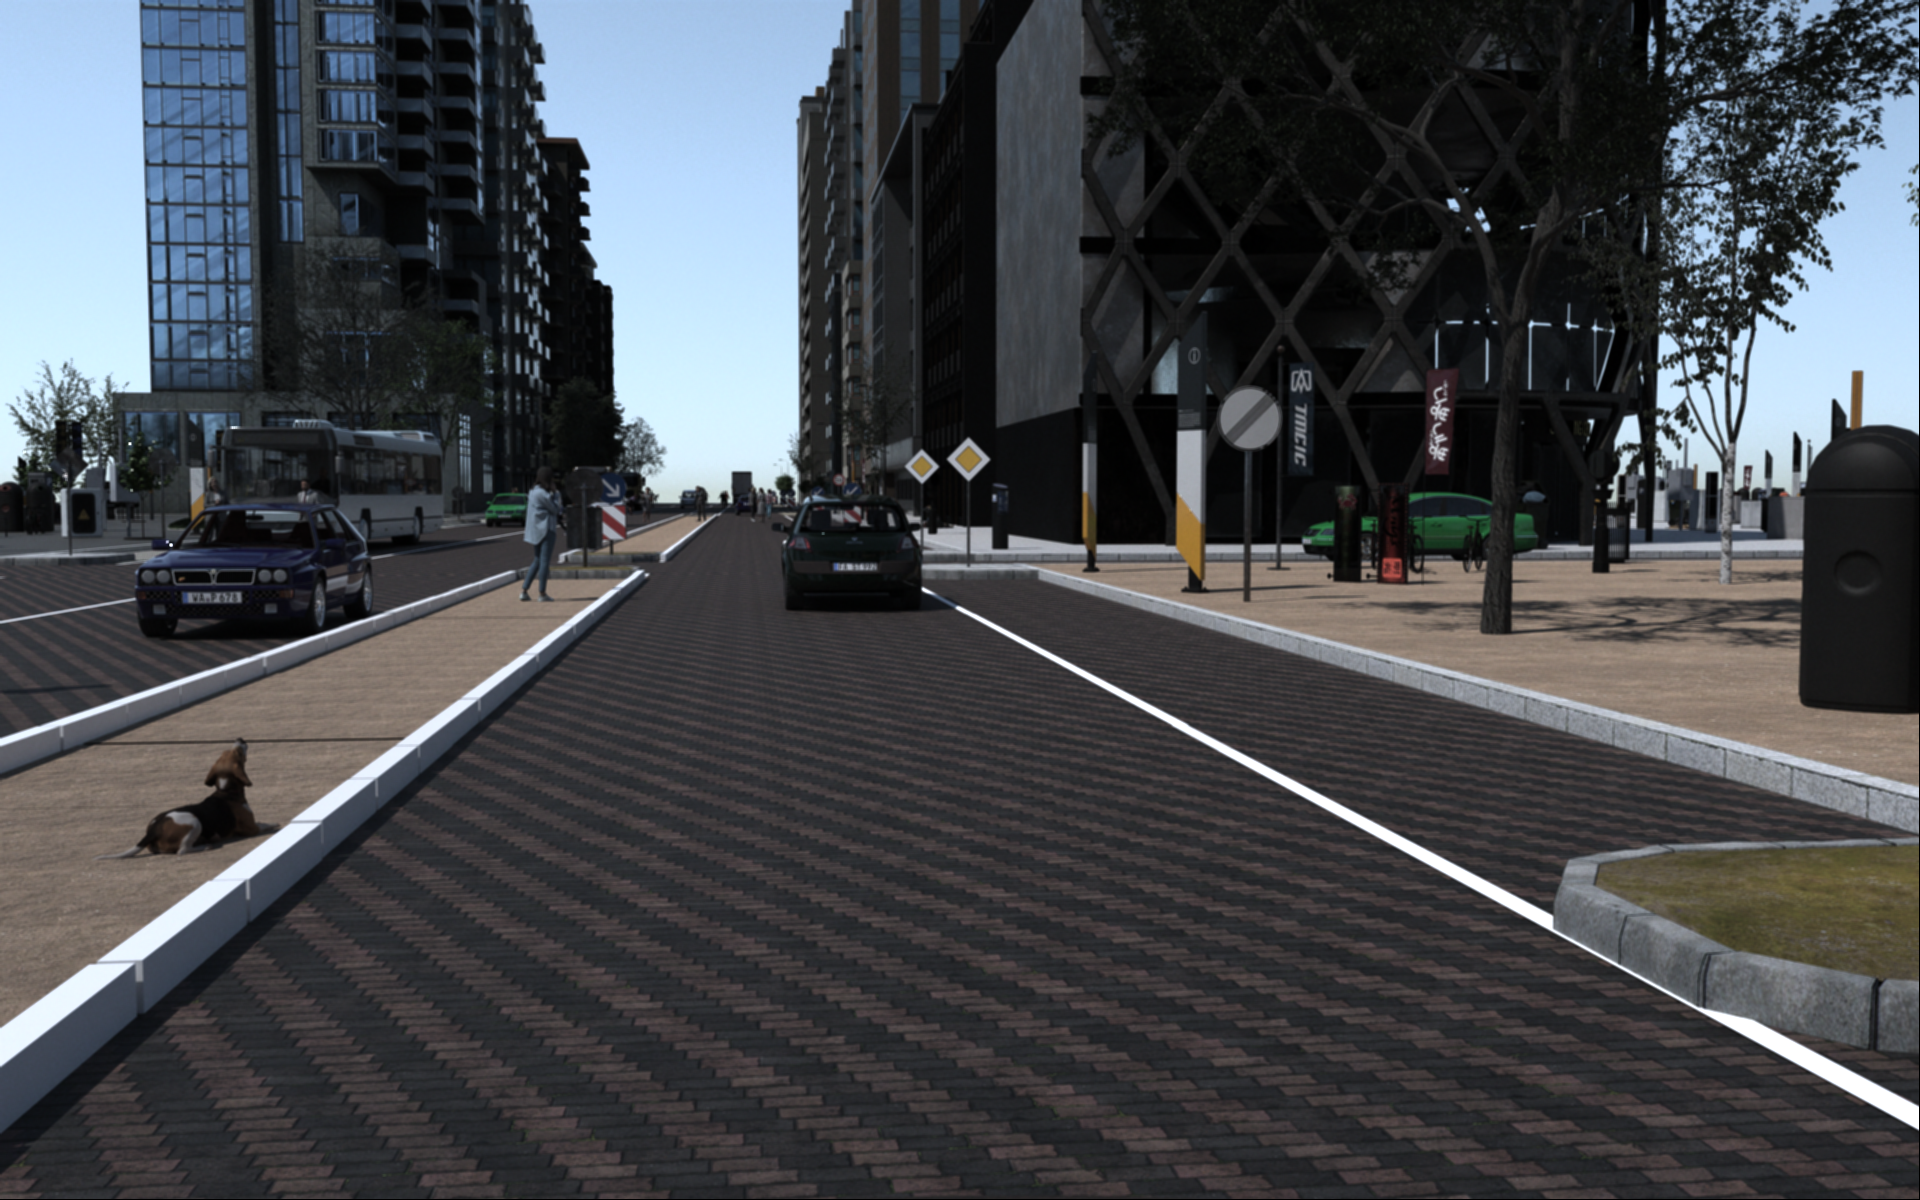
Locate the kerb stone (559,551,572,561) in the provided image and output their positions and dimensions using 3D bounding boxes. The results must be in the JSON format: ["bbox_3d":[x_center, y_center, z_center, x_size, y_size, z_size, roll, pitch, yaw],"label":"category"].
[{"bbox_3d":[-8.467,-0.910,37.078,0.120,0.150,1.000,0,4,-7],"label":"kerb stone"}]

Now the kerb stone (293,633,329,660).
[{"bbox_3d":[-5.734,0.430,15.175,0.120,0.150,1.000,0,4,-7],"label":"kerb stone"}]

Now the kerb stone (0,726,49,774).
[{"bbox_3d":[-4.973,0.803,9.074,0.120,0.150,1.000,0,4,-7],"label":"kerb stone"}]

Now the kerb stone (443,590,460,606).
[{"bbox_3d":[-6.621,0.000,22.303,0.120,0.150,1.000,0,4,-7],"label":"kerb stone"}]

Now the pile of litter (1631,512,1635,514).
[{"bbox_3d":[44.886,-6.105,113.789,1.719,0.858,1.176,0,4,-7],"label":"pile of litter"}]

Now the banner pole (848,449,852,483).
[{"bbox_3d":[-6.185,-6.541,96.959,0.401,3.779,0.863,1,4,11],"label":"banner pole"}]

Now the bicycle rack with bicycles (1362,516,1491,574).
[{"bbox_3d":[7.891,-0.953,28.971,2.852,0.926,2.925,1,4,18],"label":"bicycle rack with bicycles"}]

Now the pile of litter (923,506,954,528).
[{"bbox_3d":[-0.963,-3.166,65.730,1.176,0.858,1.719,-2,4,-34],"label":"pile of litter"}]

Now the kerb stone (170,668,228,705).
[{"bbox_3d":[-5.354,0.616,12.123,0.120,0.150,1.000,0,4,-7],"label":"kerb stone"}]

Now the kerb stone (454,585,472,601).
[{"bbox_3d":[-6.747,-0.069,23.320,0.120,0.150,1.000,0,4,-7],"label":"kerb stone"}]

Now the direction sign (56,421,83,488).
[{"bbox_3d":[-27.778,-3.798,54.088,0.379,3.537,0.876,2,4,26],"label":"direction sign"}]

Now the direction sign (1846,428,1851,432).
[{"bbox_3d":[30.684,-4.119,59.348,0.876,3.537,0.379,-1,4,-10],"label":"direction sign"}]

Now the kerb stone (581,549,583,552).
[{"bbox_3d":[-8.843,-1.094,40.137,0.120,0.150,1.000,0,4,-7],"label":"kerb stone"}]

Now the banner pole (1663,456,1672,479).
[{"bbox_3d":[46.486,-7.580,113.956,0.863,3.779,0.401,-1,4,-20],"label":"banner pole"}]

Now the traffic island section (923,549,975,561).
[{"bbox_3d":[-0.820,-0.982,38.337,2.009,0.180,2.903,0,4,-7],"label":"traffic island section"}]

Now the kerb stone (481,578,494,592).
[{"bbox_3d":[-7.003,-0.189,25.368,0.120,0.150,1.000,0,4,-7],"label":"kerb stone"}]

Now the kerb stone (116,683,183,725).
[{"bbox_3d":[-5.225,0.678,11.106,0.120,0.150,1.000,0,4,-7],"label":"kerb stone"}]

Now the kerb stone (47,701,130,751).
[{"bbox_3d":[-5.093,0.740,10.092,0.120,0.150,1.000,0,4,-7],"label":"kerb stone"}]

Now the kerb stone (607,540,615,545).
[{"bbox_3d":[-9.994,-1.651,49.282,0.120,0.150,1.000,0,4,-7],"label":"kerb stone"}]

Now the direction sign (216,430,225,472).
[{"bbox_3d":[-25.866,-4.245,61.395,0.876,3.537,0.379,-1,4,-13],"label":"direction sign"}]

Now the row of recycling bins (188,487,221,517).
[{"bbox_3d":[-41.814,-5.470,96.547,3.534,1.692,1.069,3,4,37],"label":"row of recycling bins"}]

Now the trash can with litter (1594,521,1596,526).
[{"bbox_3d":[24.905,-3.620,70.237,2.233,1.210,1.678,3,4,37],"label":"trash can with litter"}]

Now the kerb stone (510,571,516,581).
[{"bbox_3d":[-7.386,-0.380,28.415,0.120,0.150,1.000,0,4,-7],"label":"kerb stone"}]

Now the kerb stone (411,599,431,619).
[{"bbox_3d":[-6.366,0.118,20.264,0.120,0.150,1.000,0,4,-7],"label":"kerb stone"}]

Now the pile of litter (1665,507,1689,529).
[{"bbox_3d":[26.949,-3.047,63.783,1.719,0.858,1.176,3,4,38],"label":"pile of litter"}]

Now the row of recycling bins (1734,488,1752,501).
[{"bbox_3d":[51.346,-6.440,112.411,3.534,1.692,1.069,2,4,35],"label":"row of recycling bins"}]

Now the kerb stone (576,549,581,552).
[{"bbox_3d":[-8.721,-1.035,39.117,0.120,0.150,1.000,0,4,-7],"label":"kerb stone"}]

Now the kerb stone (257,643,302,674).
[{"bbox_3d":[-5.595,0.491,14.160,0.120,0.150,1.000,0,4,-7],"label":"kerb stone"}]

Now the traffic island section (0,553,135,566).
[{"bbox_3d":[-18.575,-0.847,36.133,2.009,0.180,2.903,0,4,-7],"label":"traffic island section"}]

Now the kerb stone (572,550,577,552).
[{"bbox_3d":[-8.586,-0.969,38.094,0.120,0.150,1.000,0,4,-7],"label":"kerb stone"}]

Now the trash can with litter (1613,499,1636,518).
[{"bbox_3d":[36.245,-5.086,94.221,1.678,1.210,2.233,-3,4,-36],"label":"trash can with litter"}]

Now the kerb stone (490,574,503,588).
[{"bbox_3d":[-7.132,-0.256,26.382,0.120,0.150,1.000,0,4,-7],"label":"kerb stone"}]

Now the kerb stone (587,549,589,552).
[{"bbox_3d":[-8.984,-1.156,41.158,0.120,0.150,1.000,0,4,-7],"label":"kerb stone"}]

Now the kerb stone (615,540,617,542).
[{"bbox_3d":[-10.121,-1.717,50.297,0.120,0.150,1.000,0,4,-7],"label":"kerb stone"}]

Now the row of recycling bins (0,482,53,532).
[{"bbox_3d":[-32.575,-3.140,58.448,3.534,1.692,1.069,-1,4,-16],"label":"row of recycling bins"}]

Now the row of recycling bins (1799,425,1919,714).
[{"bbox_3d":[6.148,-0.131,9.249,1.069,1.692,3.534,-2,4,-29],"label":"row of recycling bins"}]

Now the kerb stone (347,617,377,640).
[{"bbox_3d":[-5.990,0.305,17.204,0.120,0.150,1.000,0,4,-7],"label":"kerb stone"}]

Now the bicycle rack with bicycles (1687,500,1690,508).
[{"bbox_3d":[48.937,-6.296,116.320,2.852,0.926,2.925,-1,4,-17],"label":"bicycle rack with bicycles"}]

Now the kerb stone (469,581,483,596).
[{"bbox_3d":[-6.880,-0.130,24.341,0.120,0.150,1.000,0,4,-7],"label":"kerb stone"}]

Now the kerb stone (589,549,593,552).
[{"bbox_3d":[-9.101,-1.221,42.173,0.120,0.150,1.000,0,4,-7],"label":"kerb stone"}]

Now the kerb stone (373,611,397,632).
[{"bbox_3d":[-6.116,0.247,18.229,0.120,0.150,1.000,0,4,-7],"label":"kerb stone"}]

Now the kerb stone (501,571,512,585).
[{"bbox_3d":[-7.259,-0.318,27.396,0.120,0.150,1.000,0,4,-7],"label":"kerb stone"}]

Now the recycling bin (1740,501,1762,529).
[{"bbox_3d":[29.683,-3.203,64.931,0.722,1.027,0.722,2,4,26],"label":"recycling bin"}]

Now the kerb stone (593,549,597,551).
[{"bbox_3d":[-9.357,-1.346,44.201,0.120,0.150,1.000,0,4,-7],"label":"kerb stone"}]

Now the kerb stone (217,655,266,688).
[{"bbox_3d":[-5.485,0.558,13.137,0.120,0.150,1.000,0,4,-7],"label":"kerb stone"}]

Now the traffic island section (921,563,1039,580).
[{"bbox_3d":[0.169,-0.497,30.413,2.009,0.180,2.903,0,4,-7],"label":"traffic island section"}]

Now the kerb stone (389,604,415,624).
[{"bbox_3d":[-6.244,0.180,19.249,0.120,0.150,1.000,0,4,-7],"label":"kerb stone"}]

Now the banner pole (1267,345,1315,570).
[{"bbox_3d":[5.583,-2.392,29.120,0.863,3.779,0.401,3,4,38],"label":"banner pole"}]

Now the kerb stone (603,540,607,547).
[{"bbox_3d":[-9.606,-1.470,46.237,0.120,0.150,1.000,0,4,-7],"label":"kerb stone"}]

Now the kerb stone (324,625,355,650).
[{"bbox_3d":[-5.859,0.370,16.190,0.120,0.150,1.000,0,4,-7],"label":"kerb stone"}]

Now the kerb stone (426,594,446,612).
[{"bbox_3d":[-6.494,0.056,21.288,0.120,0.150,1.000,0,4,-7],"label":"kerb stone"}]

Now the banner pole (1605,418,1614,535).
[{"bbox_3d":[20.455,-3.948,54.570,0.401,3.779,0.863,0,4,2],"label":"banner pole"}]

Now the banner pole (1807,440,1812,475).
[{"bbox_3d":[39.171,-5.497,79.890,0.401,3.779,0.863,3,4,39],"label":"banner pole"}]
